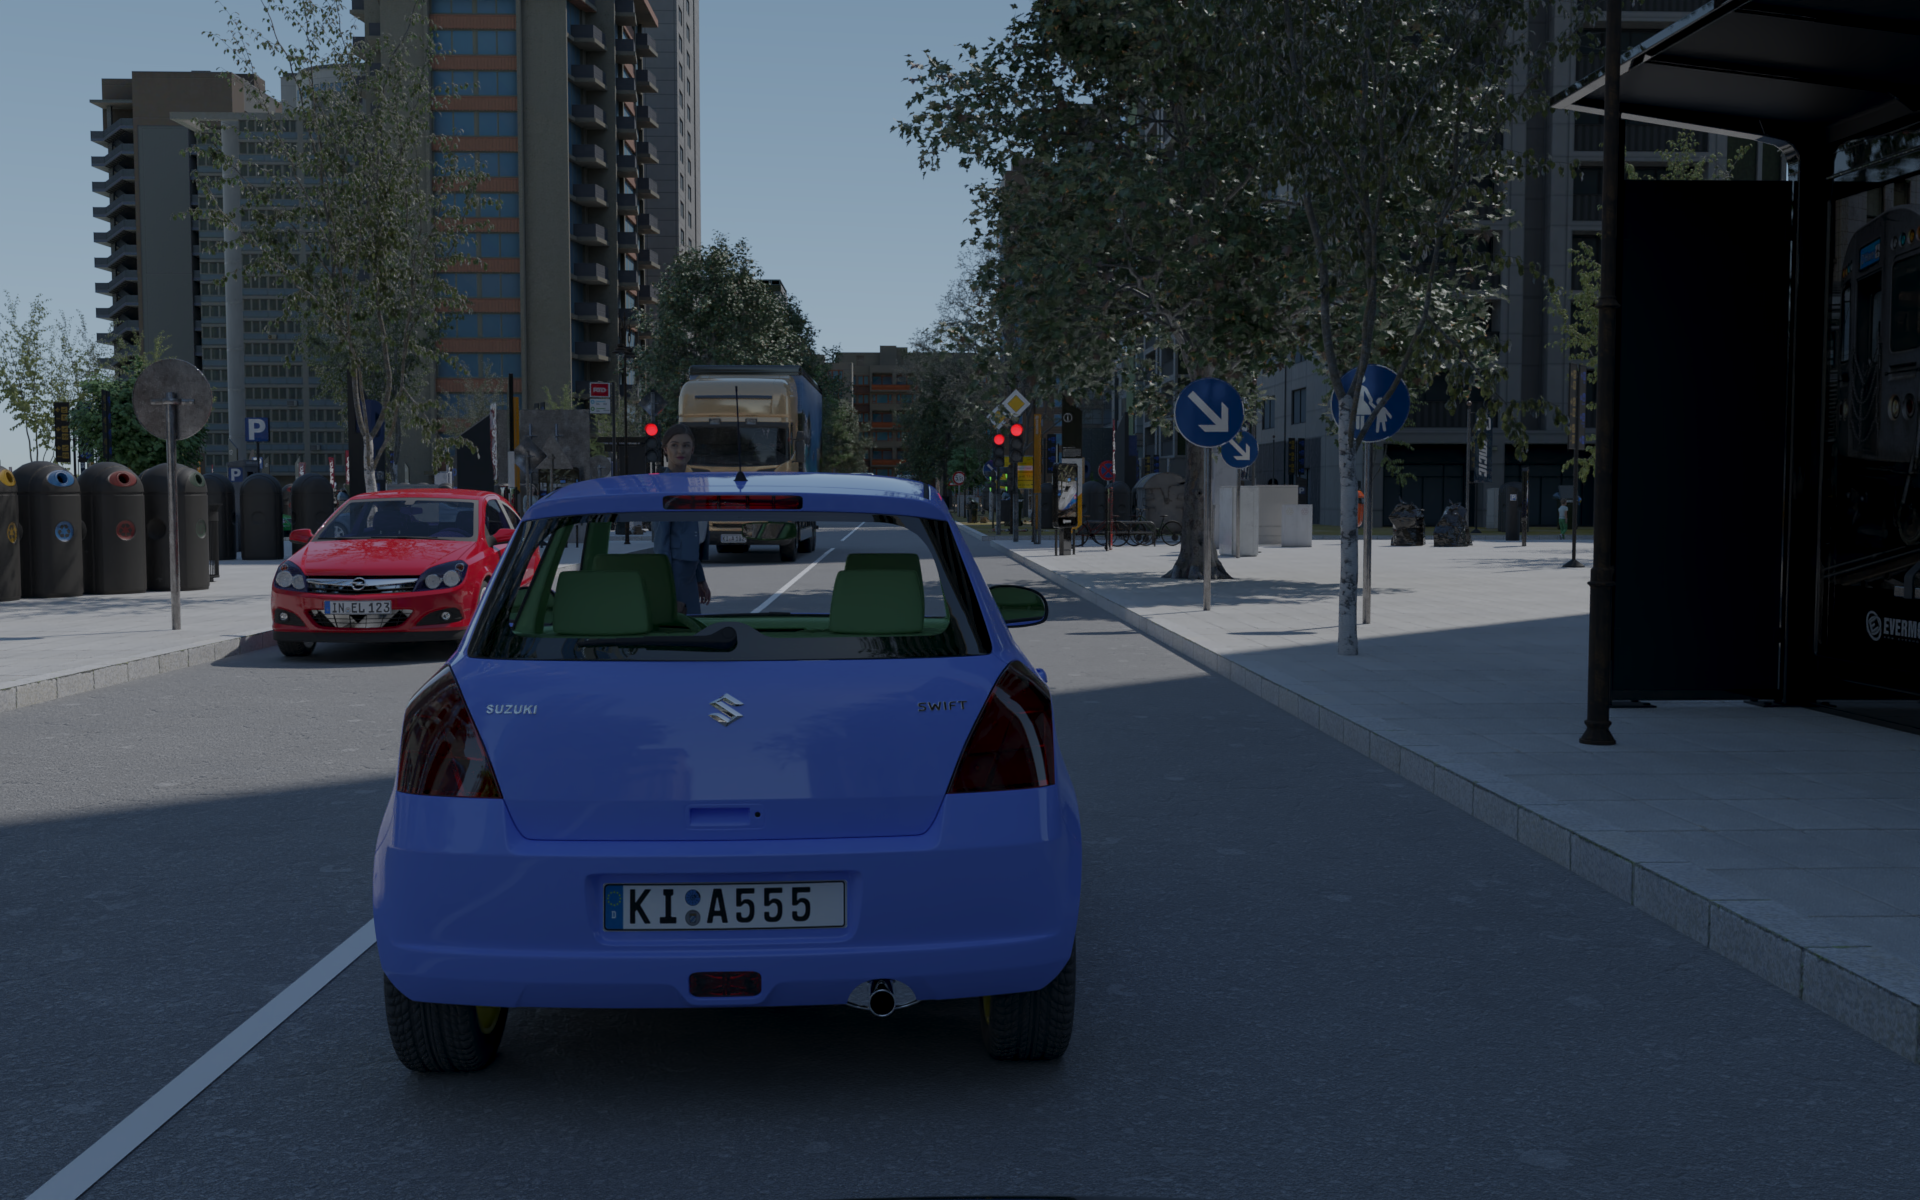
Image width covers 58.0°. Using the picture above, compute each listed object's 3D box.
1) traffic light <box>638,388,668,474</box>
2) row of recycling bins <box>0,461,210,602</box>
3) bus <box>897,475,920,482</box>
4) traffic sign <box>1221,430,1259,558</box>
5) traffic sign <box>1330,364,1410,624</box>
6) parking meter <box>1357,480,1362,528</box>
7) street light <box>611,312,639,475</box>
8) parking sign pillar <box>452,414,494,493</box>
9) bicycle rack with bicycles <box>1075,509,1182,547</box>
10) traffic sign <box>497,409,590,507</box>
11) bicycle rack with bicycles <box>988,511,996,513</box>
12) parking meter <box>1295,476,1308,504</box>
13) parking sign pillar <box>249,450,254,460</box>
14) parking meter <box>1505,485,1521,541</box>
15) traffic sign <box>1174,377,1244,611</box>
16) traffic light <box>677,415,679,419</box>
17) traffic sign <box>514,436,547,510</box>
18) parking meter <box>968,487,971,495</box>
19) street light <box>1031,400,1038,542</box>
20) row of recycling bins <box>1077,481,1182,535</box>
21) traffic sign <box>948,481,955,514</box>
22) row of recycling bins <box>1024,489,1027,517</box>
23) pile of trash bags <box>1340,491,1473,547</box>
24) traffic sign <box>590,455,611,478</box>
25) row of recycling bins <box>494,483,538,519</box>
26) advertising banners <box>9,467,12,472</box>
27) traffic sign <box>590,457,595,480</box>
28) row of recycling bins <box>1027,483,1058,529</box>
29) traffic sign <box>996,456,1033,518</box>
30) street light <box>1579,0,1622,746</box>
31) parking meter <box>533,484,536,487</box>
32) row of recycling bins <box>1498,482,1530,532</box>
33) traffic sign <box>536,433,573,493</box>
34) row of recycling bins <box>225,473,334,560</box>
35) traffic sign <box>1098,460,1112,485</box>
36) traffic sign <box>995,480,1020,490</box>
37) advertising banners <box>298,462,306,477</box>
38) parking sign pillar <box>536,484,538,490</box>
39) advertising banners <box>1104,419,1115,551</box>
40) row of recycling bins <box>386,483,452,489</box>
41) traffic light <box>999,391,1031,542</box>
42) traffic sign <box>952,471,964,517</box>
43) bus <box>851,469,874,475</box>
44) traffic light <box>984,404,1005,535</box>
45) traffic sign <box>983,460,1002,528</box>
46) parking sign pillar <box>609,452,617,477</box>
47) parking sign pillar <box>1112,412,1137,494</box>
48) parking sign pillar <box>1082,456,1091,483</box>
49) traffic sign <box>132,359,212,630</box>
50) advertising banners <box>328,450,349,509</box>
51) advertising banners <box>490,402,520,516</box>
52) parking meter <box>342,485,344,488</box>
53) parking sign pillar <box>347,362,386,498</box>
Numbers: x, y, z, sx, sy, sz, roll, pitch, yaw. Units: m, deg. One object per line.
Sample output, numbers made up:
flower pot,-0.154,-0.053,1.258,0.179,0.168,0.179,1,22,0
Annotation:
traffic light,-8.127,-3.493,46.038,0.839,4.253,0.868,0,4,-2
row of recycling bins,-11.191,-0.907,21.949,1.069,1.692,3.534,2,4,28
bus,-5.294,-10.843,172.144,2.948,3.499,13.247,0,4,-3
traffic sign,5.555,-2.107,34.554,0.768,2.556,0.104,0,3,0
traffic sign,4.022,-1.037,17.060,0.768,2.556,0.104,0,4,7
parking meter,14.761,-3.605,64.657,0.399,1.863,0.255,3,4,37
street light,-8.511,-4.363,44.123,0.468,5.910,1.993,0,4,-2
parking sign pillar,-15.993,-4.184,56.874,1.447,3.967,1.447,-3,5,-41
bicycle rack with bicycles,4.083,-1.806,42.910,2.925,0.926,2.852,0,4,6
traffic sign,-10.017,-2.924,41.683,2.265,3.308,0.079,0,4,5
bicycle rack with bicycles,3.216,-6.260,115.734,2.852,0.926,2.925,1,4,22
parking meter,11.137,-3.107,56.511,0.399,1.863,0.255,0,4,4
parking sign pillar,-42.732,-7.072,104.093,1.447,3.967,1.447,-1,4,-11
parking meter,15.217,-2.400,47.650,0.372,1.533,0.369,0,3,0
traffic sign,2.719,-1.156,19.000,0.768,2.556,0.104,0,4,1
traffic light,-8.413,-3.982,54.018,0.839,4.253,0.868,0,4,-2
traffic sign,-8.616,-2.040,34.541,0.795,2.450,0.064,0,4,4
parking meter,0.654,-6.135,106.010,0.255,1.863,0.399,0,4,-7
street light,1.981,-4.481,46.050,0.468,5.910,1.993,0,4,-2
row of recycling bins,5.470,-2.943,55.231,3.534,1.692,1.069,-1,4,-20
traffic sign,-0.326,-6.725,109.964,0.884,2.594,0.081,0,4,6
row of recycling bins,4.310,-5.463,96.431,1.069,1.692,3.534,-1,4,-22
pile of trash bags,11.153,-2.056,43.375,3.447,1.369,1.912,3,4,36
traffic sign,-11.805,-3.464,56.742,0.768,2.556,0.104,0,4,3
row of recycling bins,-15.551,-3.278,60.716,3.534,1.692,1.069,1,4,13
advertising banners,-61.274,-7.038,111.263,2.074,3.025,0.090,3,5,40
traffic sign,-12.765,-3.653,59.837,0.768,2.556,0.104,0,4,5
row of recycling bins,4.371,-3.432,63.230,3.534,1.692,1.069,2,4,29
traffic sign,3.021,-5.983,91.693,2.265,3.308,0.079,0,4,3
street light,3.283,-2.199,8.739,0.468,5.910,1.993,0,4,-2
parking meter,-19.701,-4.525,79.703,0.399,1.863,0.255,3,5,40
row of recycling bins,18.995,-3.203,59.481,1.069,1.692,3.534,1,4,17
traffic sign,-8.645,-2.245,36.702,0.884,2.594,0.081,0,4,0
row of recycling bins,-14.099,-1.639,33.918,3.534,1.692,1.069,-1,4,-12
traffic sign,5.597,-3.995,65.425,0.768,2.556,0.104,0,4,0
traffic sign,2.946,-7.325,113.629,2.265,3.308,0.079,0,4,2
advertising banners,-36.634,-6.043,94.983,2.074,3.025,0.090,2,4,25
parking sign pillar,-26.144,-7.216,106.453,1.447,3.967,1.447,-3,5,-45
advertising banners,3.449,-2.657,39.631,0.090,3.025,2.074,1,4,10
row of recycling bins,-19.857,-3.429,63.180,3.534,1.692,1.069,1,4,22
traffic light,1.477,-3.515,46.397,0.839,4.253,0.868,0,4,-2
traffic sign,-0.037,-5.915,96.818,0.768,2.556,0.104,0,4,6
bus,-8.601,-9.347,147.690,2.948,3.499,13.247,0,4,-1
traffic light,1.192,-4.003,54.377,0.839,4.253,0.868,0,4,-2
traffic sign,1.234,-3.943,64.580,0.768,2.556,0.104,0,4,0
parking sign pillar,-20.418,-6.949,102.093,1.447,3.967,1.447,-3,5,-41
parking sign pillar,5.450,-4.224,57.529,1.447,3.967,1.447,-1,4,-13
parking sign pillar,7.110,-6.836,100.244,1.447,3.967,1.447,2,4,28
traffic sign,-7.416,-0.991,16.314,0.768,2.556,0.104,0,4,3
advertising banners,-24.415,-4.401,68.143,0.090,3.025,2.074,1,4,10
advertising banners,-8.561,-2.223,32.540,0.090,3.025,2.074,-2,4,-27
parking meter,-36.347,-5.919,102.480,0.399,1.863,0.255,0,4,3
parking sign pillar,-12.335,-2.910,36.044,1.447,3.967,1.447,0,4,-4
